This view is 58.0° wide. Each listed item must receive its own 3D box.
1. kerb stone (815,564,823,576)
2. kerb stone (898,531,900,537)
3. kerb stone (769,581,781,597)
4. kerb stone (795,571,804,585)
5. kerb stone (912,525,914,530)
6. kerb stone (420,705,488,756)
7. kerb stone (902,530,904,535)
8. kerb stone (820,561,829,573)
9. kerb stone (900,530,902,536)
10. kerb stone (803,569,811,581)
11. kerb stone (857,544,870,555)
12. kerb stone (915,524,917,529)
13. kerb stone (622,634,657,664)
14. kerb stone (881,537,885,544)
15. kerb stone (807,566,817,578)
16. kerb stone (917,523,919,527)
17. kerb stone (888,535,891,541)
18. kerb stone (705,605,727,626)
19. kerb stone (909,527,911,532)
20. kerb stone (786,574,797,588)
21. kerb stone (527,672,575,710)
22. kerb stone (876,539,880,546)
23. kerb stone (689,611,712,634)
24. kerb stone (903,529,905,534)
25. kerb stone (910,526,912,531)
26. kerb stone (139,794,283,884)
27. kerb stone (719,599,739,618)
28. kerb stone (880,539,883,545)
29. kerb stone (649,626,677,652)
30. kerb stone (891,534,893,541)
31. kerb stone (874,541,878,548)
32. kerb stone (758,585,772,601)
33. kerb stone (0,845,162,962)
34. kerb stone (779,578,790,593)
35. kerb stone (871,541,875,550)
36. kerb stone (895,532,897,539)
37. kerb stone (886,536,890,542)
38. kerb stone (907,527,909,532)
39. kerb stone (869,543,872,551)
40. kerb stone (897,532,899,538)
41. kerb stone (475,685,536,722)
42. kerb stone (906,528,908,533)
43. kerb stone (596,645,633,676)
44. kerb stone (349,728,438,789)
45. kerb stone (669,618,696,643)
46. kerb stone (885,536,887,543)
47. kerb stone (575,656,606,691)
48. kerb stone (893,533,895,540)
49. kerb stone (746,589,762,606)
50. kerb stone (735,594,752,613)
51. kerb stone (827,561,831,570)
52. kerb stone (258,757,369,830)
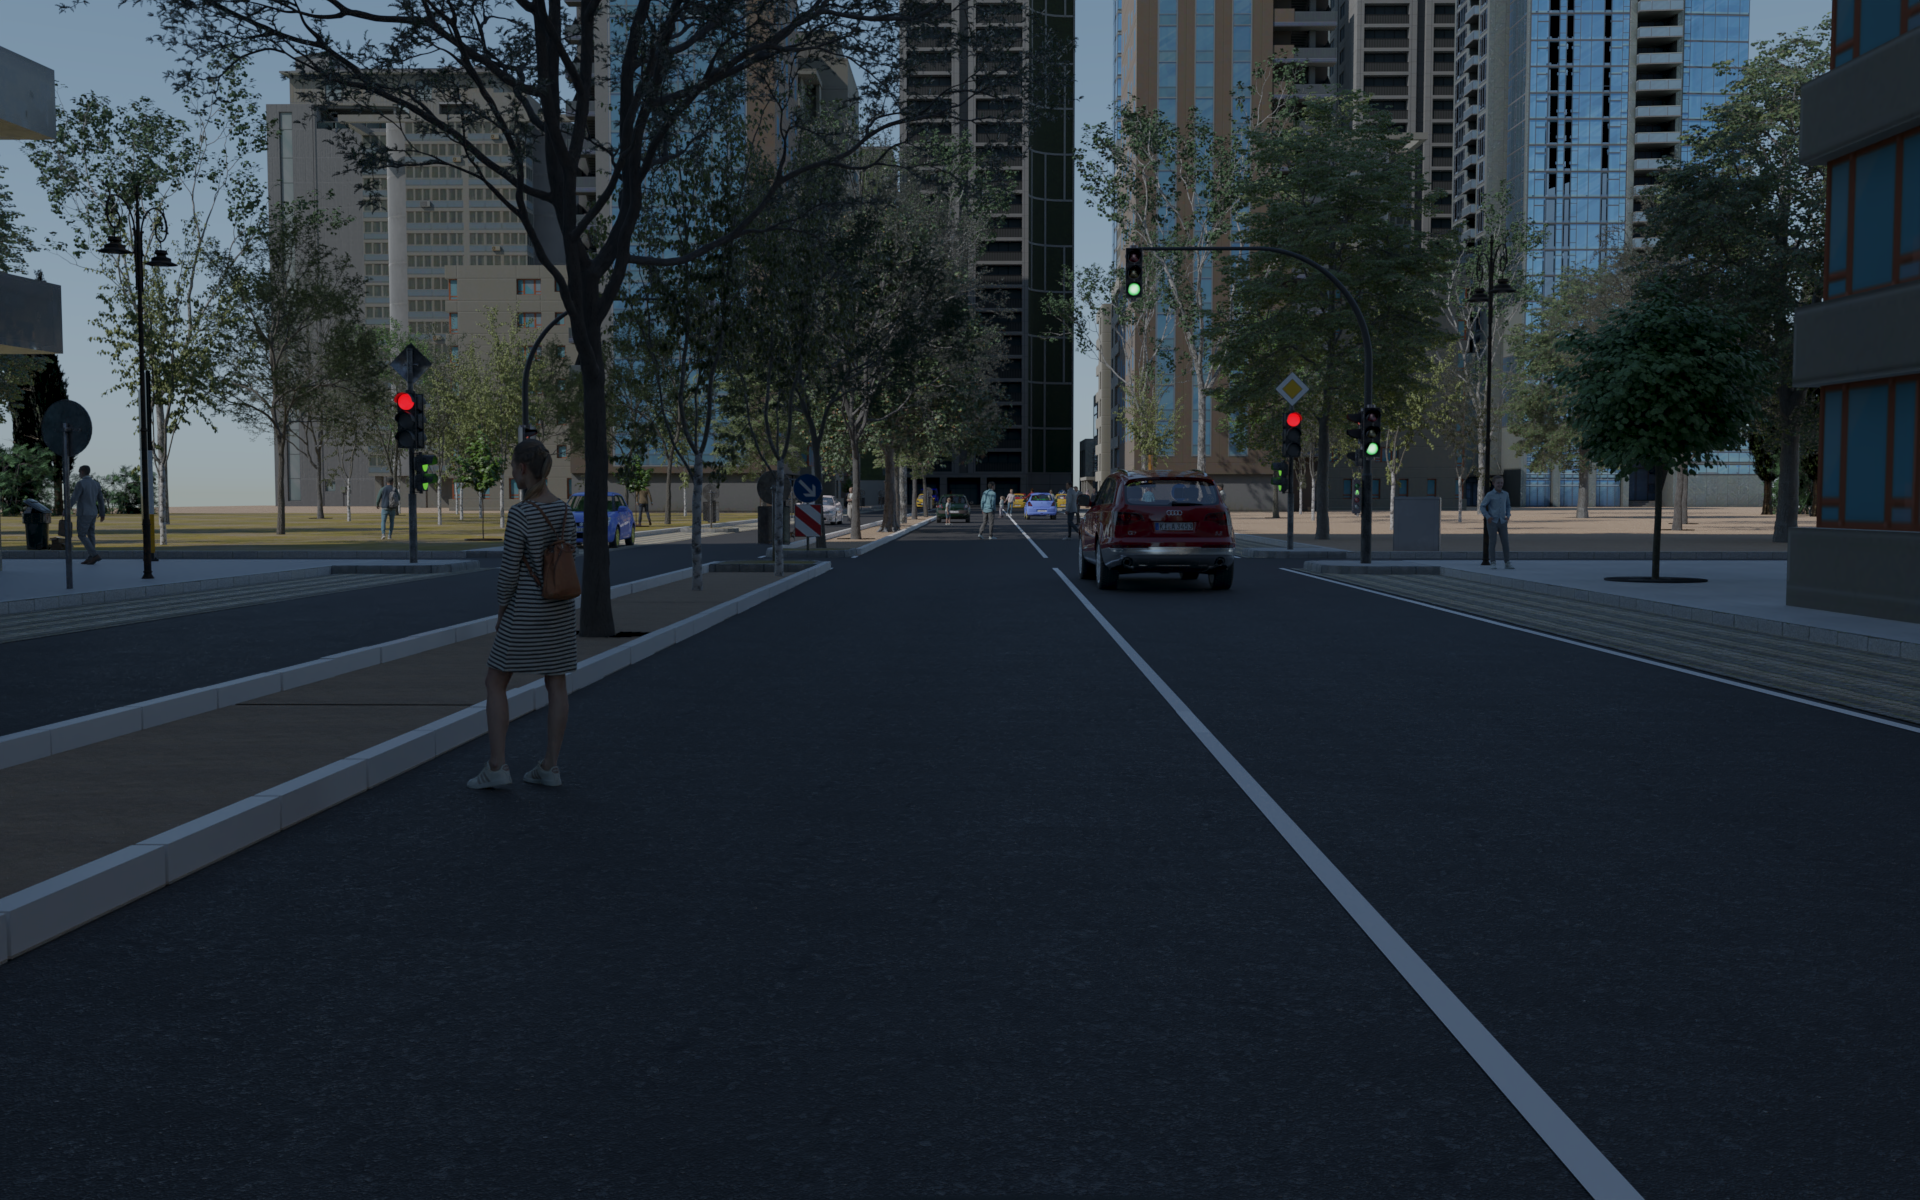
[{"bbox_3d":[-2.552,-0.501,30.403,0.120,0.150,1.000,0,4,1],"label":"kerb stone"},{"bbox_3d":[-2.117,-2.100,56.623,0.120,0.150,1.000,0,4,1],"label":"kerb stone"},{"bbox_3d":[-2.660,-0.126,24.259,0.120,0.150,1.000,0,4,1],"label":"kerb stone"},{"bbox_3d":[-2.610,-0.315,27.338,0.120,0.150,1.000,0,4,1],"label":"kerb stone"},{"bbox_3d":[-1.948,-2.732,66.860,0.120,0.150,1.000,0,4,1],"label":"kerb stone"},{"bbox_3d":[-2.904,0.752,9.924,0.120,0.150,1.000,0,4,1],"label":"kerb stone"},{"bbox_3d":[-2.079,-2.231,58.676,0.120,0.150,1.000,0,4,1],"label":"kerb stone"},{"bbox_3d":[-2.536,-0.565,31.428,0.120,0.150,1.000,0,4,1],"label":"kerb stone"},{"bbox_3d":[-2.099,-2.167,57.647,0.120,0.150,1.000,0,4,1],"label":"kerb stone"},{"bbox_3d":[-2.599,-0.377,28.360,0.120,0.150,1.000,0,4,1],"label":"kerb stone"},{"bbox_3d":[-2.357,-1.228,42.267,0.120,0.150,1.000,0,4,1],"label":"kerb stone"},{"bbox_3d":[-1.911,-2.856,68.904,0.120,0.150,1.000,0,4,1],"label":"kerb stone"},{"bbox_3d":[-2.813,0.437,15.051,0.120,0.150,1.000,0,4,1],"label":"kerb stone"},{"bbox_3d":[-2.260,-1.604,48.414,0.120,0.150,1.000,0,4,1],"label":"kerb stone"},{"bbox_3d":[-2.576,-0.440,29.382,0.120,0.150,1.000,0,4,1],"label":"kerb stone"},{"bbox_3d":[-1.884,-2.979,70.955,0.120,0.150,1.000,0,4,1],"label":"kerb stone"},{"bbox_3d":[-2.206,-1.792,51.487,0.120,0.150,1.000,0,4,1],"label":"kerb stone"},{"bbox_3d":[-2.746,0.187,19.145,0.120,0.150,1.000,0,4,1],"label":"kerb stone"},{"bbox_3d":[-1.992,-2.544,63.793,0.120,0.150,1.000,0,4,1],"label":"kerb stone"},{"bbox_3d":[-2.625,-0.252,26.314,0.120,0.150,1.000,0,4,1],"label":"kerb stone"},{"bbox_3d":[-2.863,0.630,11.979,0.120,0.150,1.000,0,4,1],"label":"kerb stone"},{"bbox_3d":[-2.299,-1.478,46.363,0.120,0.150,1.000,0,4,1],"label":"kerb stone"},{"bbox_3d":[-2.759,0.251,18.123,0.120,0.150,1.000,0,4,1],"label":"kerb stone"},{"bbox_3d":[-2.066,-2.294,59.698,0.120,0.150,1.000,0,4,1],"label":"kerb stone"},{"bbox_3d":[-1.981,-2.602,64.816,0.120,0.150,1.000,0,4,1],"label":"kerb stone"},{"bbox_3d":[-2.954,0.939,6.851,0.120,0.150,1.000,0,4,1],"label":"kerb stone"},{"bbox_3d":[-2.733,0.124,20.168,0.120,0.150,1.000,0,4,1],"label":"kerb stone"},{"bbox_3d":[-2.275,-1.537,47.391,0.120,0.150,1.000,0,4,1],"label":"kerb stone"},{"bbox_3d":[-2.801,0.374,16.078,0.120,0.150,1.000,0,4,1],"label":"kerb stone"},{"bbox_3d":[-2.193,-1.854,52.513,0.120,0.150,1.000,0,4,1],"label":"kerb stone"},{"bbox_3d":[-2.308,-1.412,45.339,0.120,0.150,1.000,0,4,1],"label":"kerb stone"},{"bbox_3d":[-2.682,-0.064,23.236,0.120,0.150,1.000,0,4,1],"label":"kerb stone"},{"bbox_3d":[-2.972,1.001,5.829,0.120,0.150,1.000,0,4,1],"label":"kerb stone"},{"bbox_3d":[-2.644,-0.186,25.288,0.120,0.150,1.000,0,4,1],"label":"kerb stone"},{"bbox_3d":[-2.324,-1.352,44.317,0.120,0.150,1.000,0,4,1],"label":"kerb stone"},{"bbox_3d":[-2.152,-1.977,54.561,0.120,0.150,1.000,0,4,1],"label":"kerb stone"},{"bbox_3d":[-2.215,-1.729,50.465,0.120,0.150,1.000,0,4,1],"label":"kerb stone"},{"bbox_3d":[-2.013,-2.482,62.771,0.120,0.150,1.000,0,4,1],"label":"kerb stone"},{"bbox_3d":[-2.347,-1.290,43.289,0.120,0.150,1.000,0,4,1],"label":"kerb stone"},{"bbox_3d":[-2.132,-2.042,55.583,0.120,0.150,1.000,0,4,1],"label":"kerb stone"},{"bbox_3d":[-2.890,0.687,10.957,0.120,0.150,1.000,0,4,1],"label":"kerb stone"},{"bbox_3d":[-2.024,-2.419,61.749,0.120,0.150,1.000,0,4,1],"label":"kerb stone"},{"bbox_3d":[-2.836,0.502,14.030,0.120,0.150,1.000,0,4,1],"label":"kerb stone"},{"bbox_3d":[-2.918,0.813,8.902,0.120,0.150,1.000,0,4,1],"label":"kerb stone"},{"bbox_3d":[-2.777,0.313,17.099,0.120,0.150,1.000,0,4,1],"label":"kerb stone"},{"bbox_3d":[-2.242,-1.662,49.437,0.120,0.150,1.000,0,4,1],"label":"kerb stone"},{"bbox_3d":[-2.849,0.562,13.005,0.120,0.150,1.000,0,4,1],"label":"kerb stone"},{"bbox_3d":[-2.172,-1.912,53.535,0.120,0.150,1.000,0,4,1],"label":"kerb stone"},{"bbox_3d":[-2.696,-0.001,22.214,0.120,0.150,1.000,0,4,1],"label":"kerb stone"},{"bbox_3d":[-2.707,0.063,21.192,0.120,0.150,1.000,0,4,1],"label":"kerb stone"},{"bbox_3d":[-2.525,-0.627,32.450,0.120,0.150,1.000,0,4,1],"label":"kerb stone"},{"bbox_3d":[-2.937,0.876,7.873,0.120,0.150,1.000,0,4,1],"label":"kerb stone"}]
